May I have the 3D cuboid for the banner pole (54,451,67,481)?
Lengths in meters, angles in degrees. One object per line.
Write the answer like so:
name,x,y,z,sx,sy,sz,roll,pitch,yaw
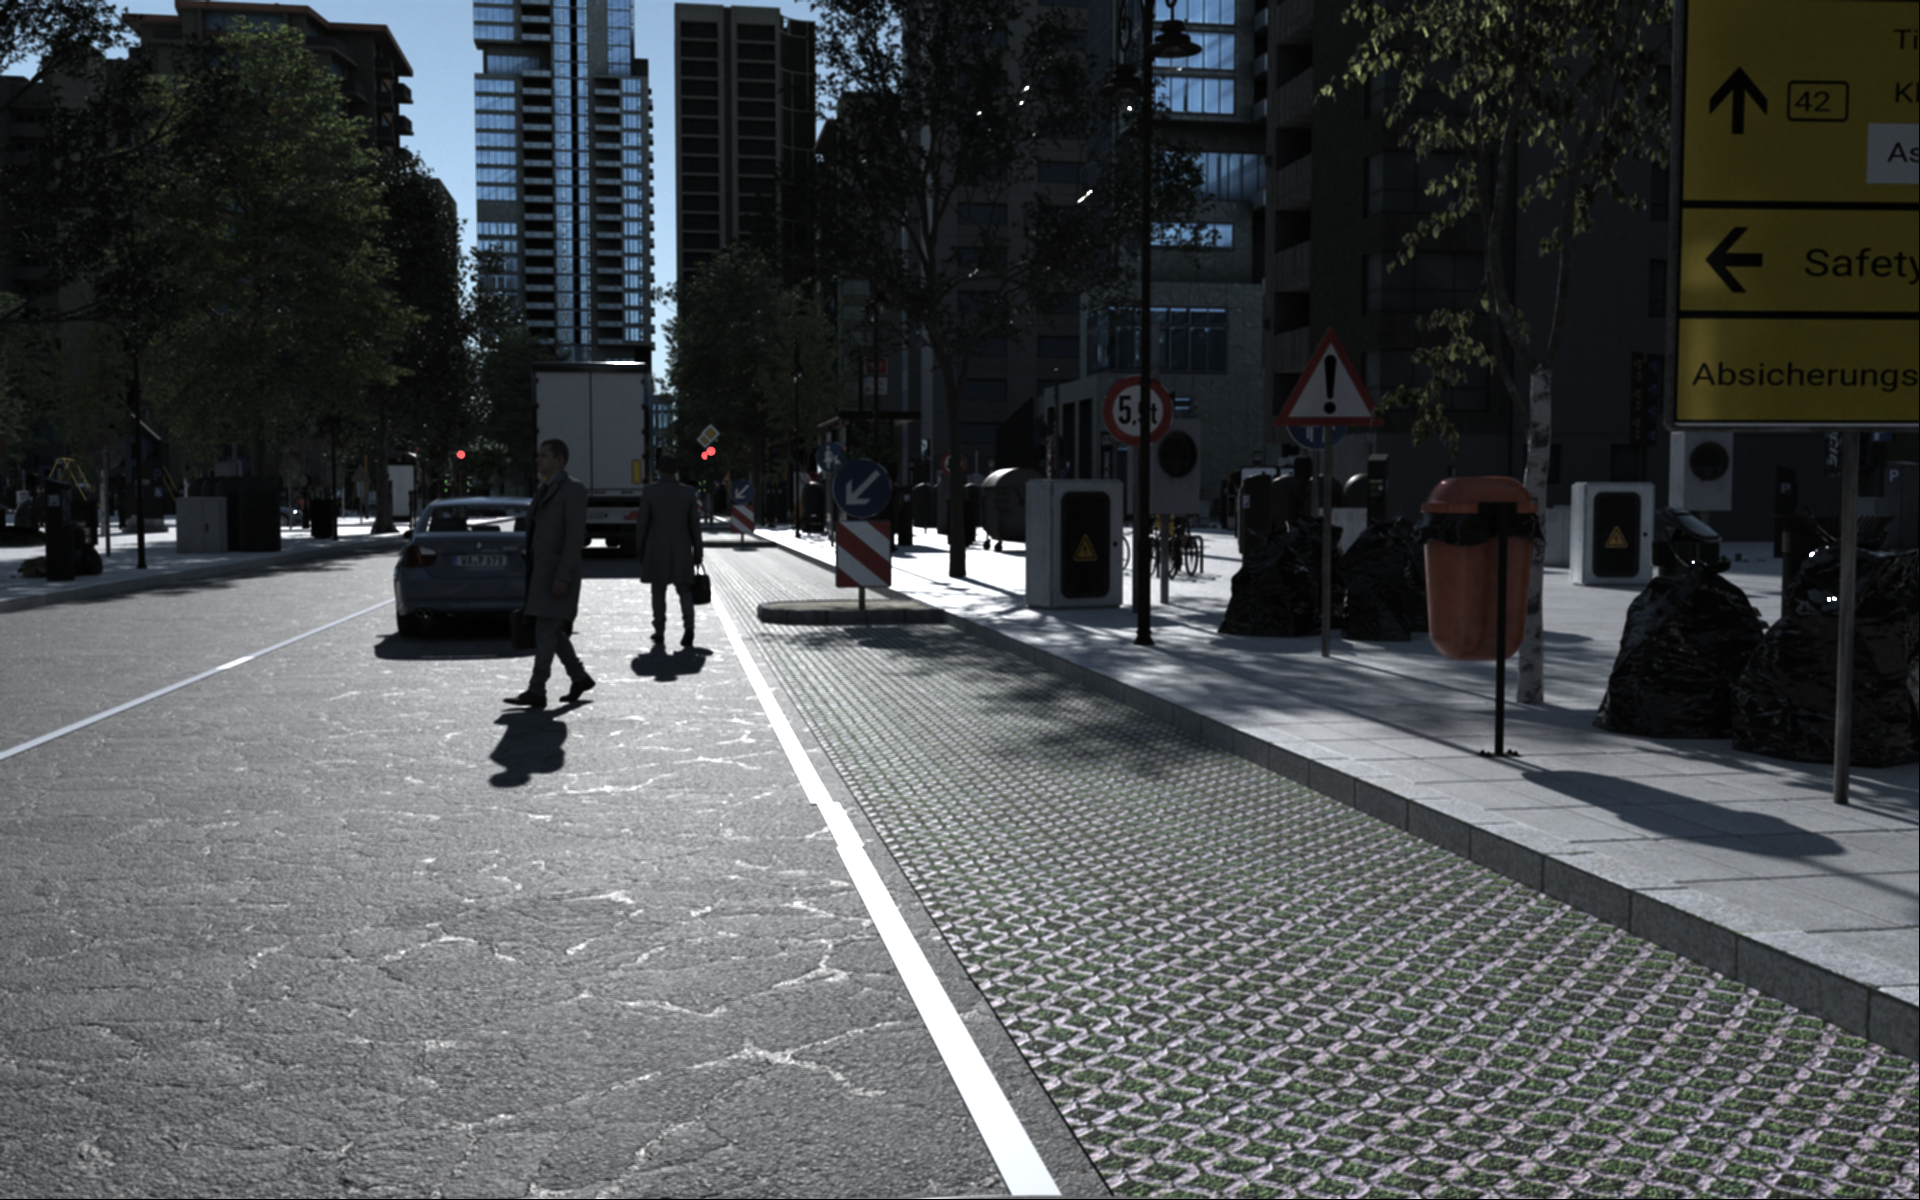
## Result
banner pole,-52.313,-6.785,100.943,0.401,3.779,0.863,3,5,43

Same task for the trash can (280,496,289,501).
trash can,-45.132,-6.362,115.664,0.748,1.137,0.748,0,3,0

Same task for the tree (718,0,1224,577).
tree,0.113,-5.649,26.776,8.767,10.594,7.601,1,4,21

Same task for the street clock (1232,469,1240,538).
street clock,8.226,-2.836,50.943,0.471,2.002,0.358,-3,4,-36

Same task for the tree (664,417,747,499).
tree,-27.727,-16.537,187.380,9.611,12.733,9.660,0,3,0

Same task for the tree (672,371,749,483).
tree,-22.571,-14.665,157.895,7.486,12.596,7.792,0,3,0

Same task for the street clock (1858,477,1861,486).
street clock,33.172,-3.659,64.390,0.471,2.002,0.358,0,4,6

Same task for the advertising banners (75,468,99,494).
advertising banners,-57.724,-7.280,115.220,2.074,3.025,0.090,-3,5,-44

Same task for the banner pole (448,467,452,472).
banner pole,-31.820,-7.222,108.101,0.401,3.779,0.863,-3,4,-37

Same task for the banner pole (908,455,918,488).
banner pole,-2.973,-7.451,111.841,0.863,3.779,0.401,-1,4,-21

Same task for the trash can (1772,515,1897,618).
trash can,5.849,0.001,11.630,0.748,1.137,0.748,0,3,0

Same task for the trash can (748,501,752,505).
trash can,-10.609,-4.747,89.272,0.748,1.137,0.748,0,3,0

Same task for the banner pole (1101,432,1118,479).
banner pole,5.335,-4.359,61.292,0.863,3.779,0.401,-1,4,-22

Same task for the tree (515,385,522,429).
tree,-36.679,-15.018,155.914,12.009,13.543,11.850,0,3,0

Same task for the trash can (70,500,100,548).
trash can,-21.031,-1.829,41.551,0.748,1.137,0.748,0,3,0

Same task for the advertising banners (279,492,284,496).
advertising banners,-52.772,-8.559,136.135,0.090,3.025,2.074,1,4,21

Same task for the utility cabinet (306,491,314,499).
utility cabinet,-47.806,-7.201,126.413,1.173,1.500,0.318,-2,4,-26

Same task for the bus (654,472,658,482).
bus,-29.079,-10.181,158.004,2.896,3.916,12.252,-1,4,-8

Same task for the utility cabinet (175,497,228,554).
utility cabinet,-16.405,-1.608,37.460,1.020,1.237,0.306,0,4,6

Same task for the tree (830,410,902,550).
tree,-1.912,-2.765,39.806,1.663,3.219,1.824,0,3,0

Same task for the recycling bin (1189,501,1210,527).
recycling bin,9.288,-3.353,67.373,0.722,1.027,0.722,0,4,-5

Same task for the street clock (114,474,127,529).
street clock,-30.492,-3.575,63.021,0.471,2.002,0.358,0,4,3

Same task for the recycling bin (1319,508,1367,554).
recycling bin,7.068,-1.180,31.846,0.722,1.027,0.722,-2,4,-28

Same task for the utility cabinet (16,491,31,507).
utility cabinet,-68.281,-7.195,126.323,0.318,1.500,1.173,1,4,8

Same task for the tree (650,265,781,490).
tree,-19.481,-17.477,141.633,12.611,20.169,13.585,0,3,0

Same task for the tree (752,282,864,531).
tree,-5.348,-6.680,59.580,4.737,8.622,4.395,0,3,0

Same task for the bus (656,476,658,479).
bus,-31.442,-10.965,174.136,2.948,3.499,13.247,-1,4,-9

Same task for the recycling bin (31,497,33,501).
recycling bin,-70.117,-7.223,130.649,0.722,1.027,0.722,-1,4,-11

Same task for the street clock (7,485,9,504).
street clock,-71.904,-7.702,130.501,0.358,2.002,0.471,1,4,22

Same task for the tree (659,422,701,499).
tree,-32.780,-18.817,218.029,12.009,13.543,11.850,0,3,0

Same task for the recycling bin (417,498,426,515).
recycling bin,-32.911,-5.684,105.482,0.722,1.027,0.722,-1,4,-10

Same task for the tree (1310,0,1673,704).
tree,3.694,-3.681,10.555,4.360,8.622,3.978,0,3,0

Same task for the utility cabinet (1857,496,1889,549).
utility cabinet,19.910,-1.638,37.938,0.306,1.237,1.020,0,4,-2

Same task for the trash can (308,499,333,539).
trash can,-18.316,-2.328,49.710,0.748,1.137,0.748,0,3,0

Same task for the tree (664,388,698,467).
tree,-24.652,-14.769,167.232,9.928,11.665,9.643,0,3,0

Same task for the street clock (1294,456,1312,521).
street clock,6.530,-1.739,32.998,0.358,2.002,0.471,2,4,29

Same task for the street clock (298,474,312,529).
street clock,-24.185,-3.635,63.996,0.471,2.002,0.358,2,4,23

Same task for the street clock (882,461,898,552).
street clock,-1.548,-2.053,38.142,0.358,2.002,0.471,-1,4,-20

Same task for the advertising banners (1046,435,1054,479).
advertising banners,2.363,-3.432,52.300,0.090,3.025,2.074,-2,4,-23

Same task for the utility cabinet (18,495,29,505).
utility cabinet,-45.020,-4.410,83.263,0.306,1.237,1.020,-3,4,-39

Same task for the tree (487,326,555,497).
tree,-30.216,-12.167,117.058,7.486,12.596,7.792,0,3,0

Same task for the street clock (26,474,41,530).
street clock,-32.696,-3.462,61.168,0.471,2.002,0.358,1,4,14

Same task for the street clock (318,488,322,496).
street clock,-48.679,-7.797,132.052,0.471,2.002,0.358,2,4,35

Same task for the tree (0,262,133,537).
tree,-25.972,-6.202,51.769,4.737,8.622,4.395,0,3,0

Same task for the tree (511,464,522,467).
tree,-34.856,-12.784,143.425,7.601,10.594,8.767,1,4,10

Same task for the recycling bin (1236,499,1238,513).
recycling bin,12.893,-4.254,82.100,0.722,1.027,0.722,2,4,23

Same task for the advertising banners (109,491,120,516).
advertising banners,-49.069,-6.424,101.217,0.090,3.025,2.074,1,4,20

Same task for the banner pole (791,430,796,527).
banner pole,-6.328,-4.714,67.097,0.401,3.779,0.863,-1,4,-13

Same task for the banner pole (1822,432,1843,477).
banner pole,15.450,-2.472,30.434,0.401,3.779,0.863,-1,4,-10

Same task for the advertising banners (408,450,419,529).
advertising banners,-20.177,-4.152,64.074,0.090,3.025,2.074,0,4,-7

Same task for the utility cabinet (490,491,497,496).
utility cabinet,-29.859,-6.214,110.277,0.318,1.500,1.173,1,4,10

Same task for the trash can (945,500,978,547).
trash can,-0.001,-1.848,41.867,0.748,1.137,0.748,0,3,0

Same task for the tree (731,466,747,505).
tree,-14.092,-7.006,109.148,1.663,3.219,1.824,0,3,0

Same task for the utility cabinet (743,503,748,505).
utility cabinet,-11.393,-4.959,92.242,0.306,1.237,1.020,0,4,-4

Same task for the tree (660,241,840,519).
tree,-10.228,-11.043,87.204,9.857,13.997,8.962,0,3,0

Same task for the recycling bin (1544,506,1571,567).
recycling bin,10.703,-1.105,30.616,0.722,1.027,0.722,2,4,25

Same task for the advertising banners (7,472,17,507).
advertising banners,-75.653,-8.740,139.087,2.074,3.025,0.090,-1,4,-19

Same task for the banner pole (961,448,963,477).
banner pole,0.071,-6.362,94.032,0.401,3.779,0.863,-1,4,-9

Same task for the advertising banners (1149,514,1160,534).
advertising banners,6.611,-3.645,55.779,0.090,3.025,2.074,-3,5,-44
